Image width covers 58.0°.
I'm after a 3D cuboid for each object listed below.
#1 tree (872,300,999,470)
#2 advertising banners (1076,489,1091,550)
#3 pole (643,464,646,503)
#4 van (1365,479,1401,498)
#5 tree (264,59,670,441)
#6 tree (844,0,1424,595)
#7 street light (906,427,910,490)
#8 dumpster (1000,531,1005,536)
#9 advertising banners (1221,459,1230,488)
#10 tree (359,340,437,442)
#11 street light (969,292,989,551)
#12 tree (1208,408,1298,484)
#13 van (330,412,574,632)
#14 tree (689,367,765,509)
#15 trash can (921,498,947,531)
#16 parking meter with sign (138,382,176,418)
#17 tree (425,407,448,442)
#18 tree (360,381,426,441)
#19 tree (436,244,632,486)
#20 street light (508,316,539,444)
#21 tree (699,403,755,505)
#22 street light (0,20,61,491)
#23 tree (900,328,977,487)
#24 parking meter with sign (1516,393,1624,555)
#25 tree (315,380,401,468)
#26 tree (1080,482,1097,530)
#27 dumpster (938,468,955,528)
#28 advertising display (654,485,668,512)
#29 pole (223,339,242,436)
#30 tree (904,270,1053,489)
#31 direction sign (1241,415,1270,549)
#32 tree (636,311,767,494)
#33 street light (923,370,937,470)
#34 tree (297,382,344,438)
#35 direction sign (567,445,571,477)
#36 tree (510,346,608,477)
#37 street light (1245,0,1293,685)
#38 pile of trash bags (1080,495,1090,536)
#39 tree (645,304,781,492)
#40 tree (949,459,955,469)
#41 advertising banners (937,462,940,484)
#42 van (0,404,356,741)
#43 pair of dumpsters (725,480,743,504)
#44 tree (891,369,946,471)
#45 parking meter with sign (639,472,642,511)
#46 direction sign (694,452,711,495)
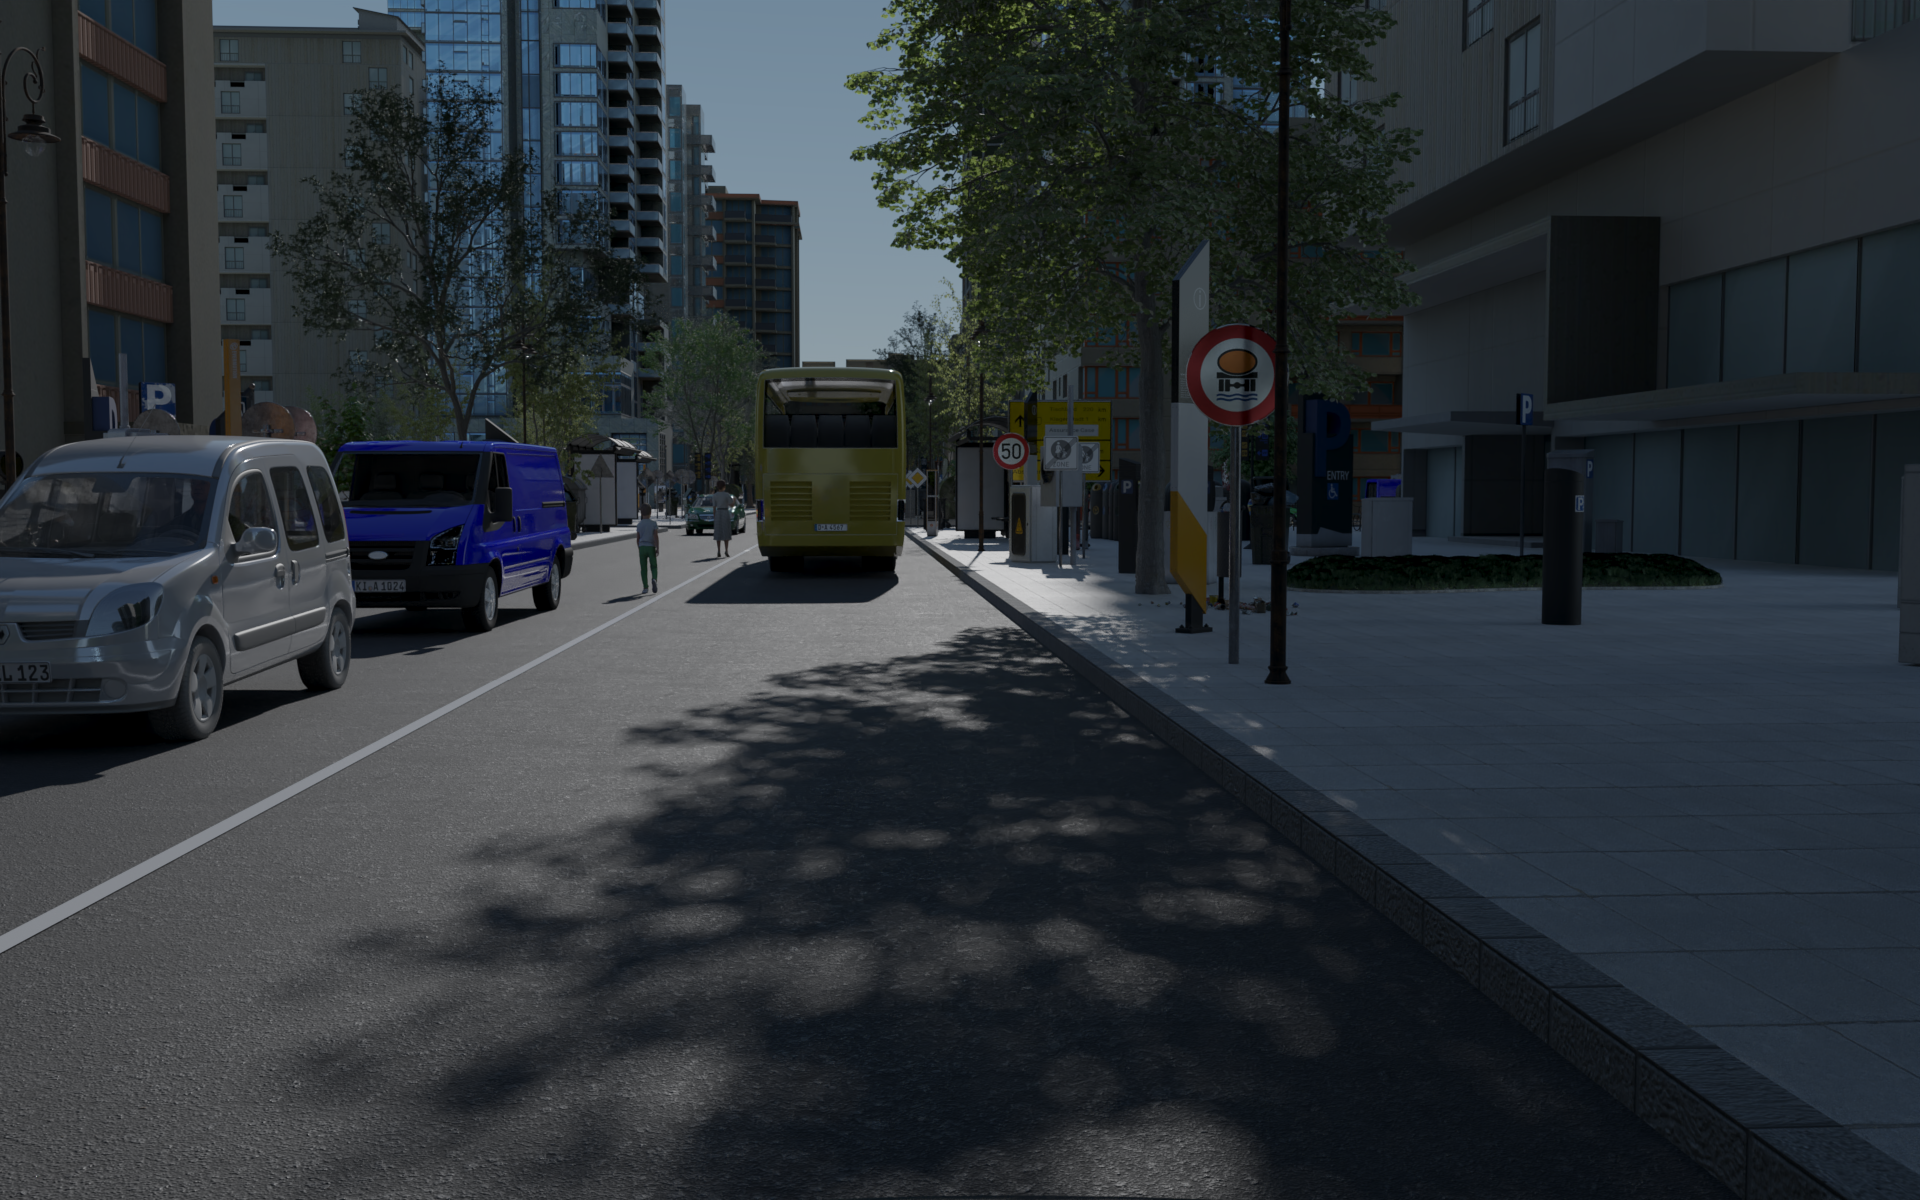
[{"bbox_3d":[-1.539,-9.154,84.074,7.601,10.594,8.767,-1,4,-22],"label":"tree"},{"bbox_3d":[2.683,-2.653,39.556,0.090,3.025,2.074,1,4,19],"label":"advertising banners"},{"bbox_3d":[-21.582,-7.625,118.518,0.158,3.312,0.155,0,3,0],"label":"pole"},{"bbox_3d":[19.370,-4.089,71.246,5.245,2.365,2.240,0,4,-4],"label":"van"},{"bbox_3d":[-10.433,-6.259,36.754,8.767,10.594,7.601,-1,4,-14],"label":"tree"},{"bbox_3d":[2.042,-6.351,21.970,7.486,12.596,7.792,0,3,0],"label":"tree"},{"bbox_3d":[-2.848,-7.426,94.210,0.468,5.910,1.993,0,4,-3],"label":"street light"},{"bbox_3d":[0.880,-2.818,51.826,1.264,1.857,1.865,0,4,-3],"label":"dumpster"},{"bbox_3d":[12.007,-4.795,74.590,0.090,3.025,2.074,-3,5,-42],"label":"advertising banners"},{"bbox_3d":[-23.873,-7.814,78.128,4.737,8.622,4.395,0,3,0],"label":"tree"},{"bbox_3d":[0.476,-4.027,38.637,0.468,5.910,1.993,0,4,-3],"label":"street light"},{"bbox_3d":[9.757,-4.397,55.608,4.285,4.588,4.351,0,3,0],"label":"tree"},{"bbox_3d":[-5.873,-0.941,19.770,2.240,2.365,5.245,0,4,-2],"label":"van"},{"bbox_3d":[-18.588,-14.404,152.507,9.611,12.733,9.660,0,3,0],"label":"tree"},{"bbox_3d":[-0.958,-2.923,59.444,0.748,1.137,0.748,0,3,0],"label":"trash can"},{"bbox_3d":[-13.200,-1.921,27.671,1.738,3.016,0.543,3,4,38],"label":"parking meter with sign"},{"bbox_3d":[-43.123,-11.506,138.477,4.360,8.622,3.978,0,3,0],"label":"tree"},{"bbox_3d":[-36.327,-9.653,108.192,4.360,8.622,3.978,0,3,0],"label":"tree"},{"bbox_3d":[-12.084,-6.145,50.839,4.737,8.622,4.395,0,3,0],"label":"tree"},{"bbox_3d":[-10.772,-4.286,42.869,0.468,5.910,1.993,0,4,-3],"label":"street light"},{"bbox_3d":[-17.220,-10.827,127.380,4.360,8.622,3.978,0,3,0],"label":"tree"},{"bbox_3d":[-9.145,-2.680,16.598,0.468,5.910,1.993,0,4,-3],"label":"street light"},{"bbox_3d":[-0.947,-7.698,76.219,4.737,8.622,4.395,0,3,0],"label":"tree"},{"bbox_3d":[10.431,-2.039,29.605,1.738,3.016,0.543,3,5,40],"label":"parking meter with sign"},{"bbox_3d":[-10.290,-2.136,29.526,1.663,3.219,1.824,0,3,0],"label":"tree"},{"bbox_3d":[4.435,-4.146,62.380,1.663,3.219,1.824,0,3,0],"label":"tree"},{"bbox_3d":[-0.079,-3.839,65.259,1.502,2.255,1.985,0,4,-4],"label":"dumpster"},{"bbox_3d":[-21.437,-7.274,124.137,0.974,1.923,0.123,0,4,-7],"label":"advertising display"},{"bbox_3d":[-9.595,-1.778,22.906,0.158,3.312,0.155,0,3,0],"label":"pole"},{"bbox_3d":[0.630,-6.446,55.751,4.360,8.622,3.978,0,3,0],"label":"tree"},{"bbox_3d":[6.791,-2.952,40.259,0.876,3.537,0.379,3,5,40],"label":"direction sign"},{"bbox_3d":[-14.651,-10.624,99.453,9.928,11.665,9.643,0,3,0],"label":"tree"},{"bbox_3d":[-1.111,-5.632,64.864,0.468,5.910,1.993,0,4,-3],"label":"street light"},{"bbox_3d":[-42.251,-9.949,113.022,4.737,8.622,4.395,0,3,0],"label":"tree"},{"bbox_3d":[-17.259,-5.217,77.301,0.876,3.537,0.379,3,5,43],"label":"direction sign"},{"bbox_3d":[-19.258,-8.179,84.089,4.360,8.622,3.978,0,3,0],"label":"tree"},{"bbox_3d":[2.154,-2.372,11.564,0.468,5.910,1.993,0,4,-3],"label":"street light"},{"bbox_3d":[4.843,-2.751,54.729,3.447,1.369,1.912,-3,5,-42],"label":"pile of trash bags"},{"bbox_3d":[-15.372,-12.301,111.483,12.009,13.543,11.850,0,3,0],"label":"tree"},{"bbox_3d":[0.729,-8.876,128.833,4.285,4.588,4.351,0,3,0],"label":"tree"},{"bbox_3d":[-1.006,-5.891,92.509,0.090,3.025,2.074,-1,4,-10],"label":"advertising banners"},{"bbox_3d":[-5.296,-0.264,11.326,2.013,2.044,4.112,0,4,-3],"label":"van"},{"bbox_3d":[-16.133,-7.292,121.711,1.574,2.255,4.437,0,4,-3],"label":"pair of dumpsters"},{"bbox_3d":[-4.739,-13.090,139.782,9.928,11.665,9.643,0,3,0],"label":"tree"},{"bbox_3d":[-25.049,-8.447,134.375,0.543,3.016,1.738,2,4,25],"label":"parking meter with sign"},{"bbox_3d":[-13.964,-6.244,94.082,0.876,3.537,0.379,0,4,-5],"label":"direction sign"}]
